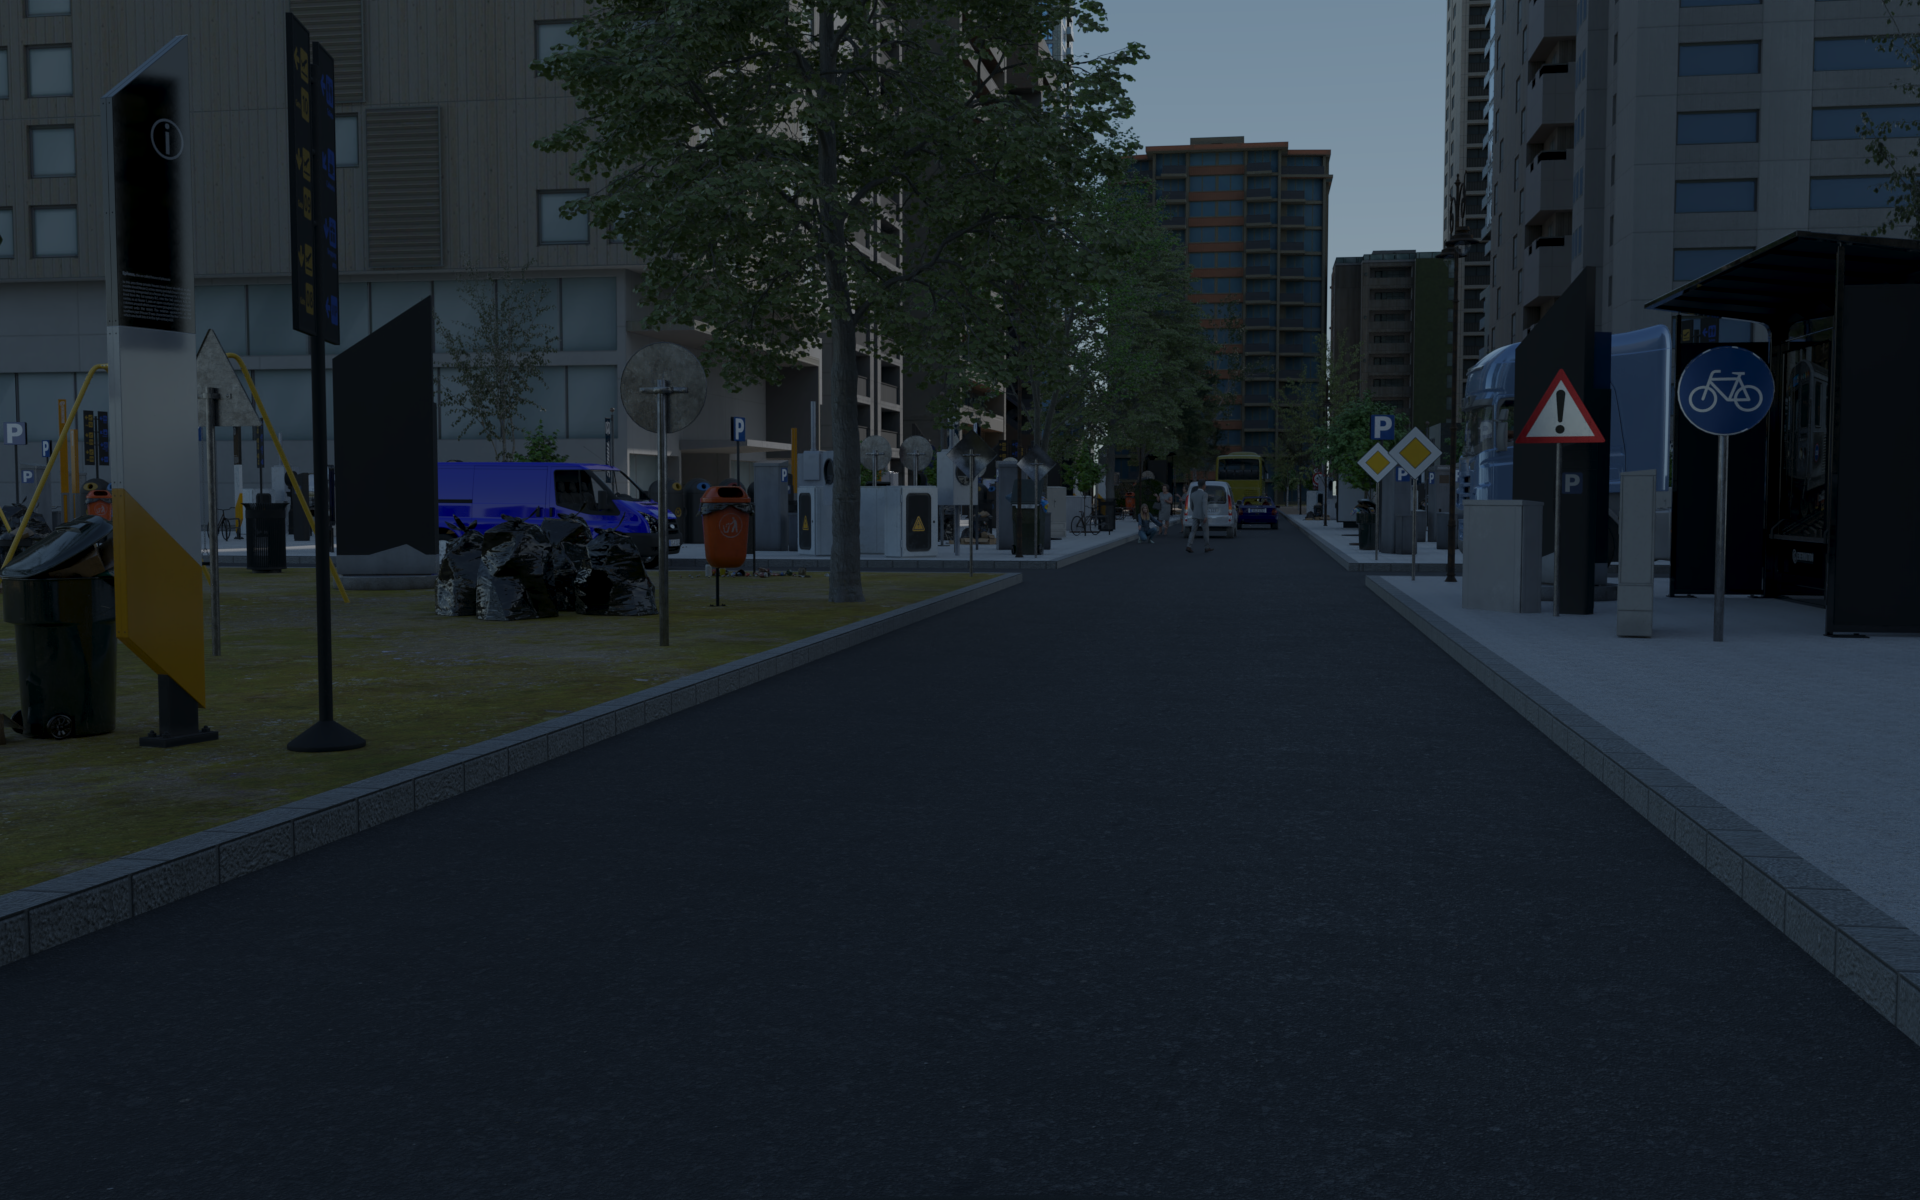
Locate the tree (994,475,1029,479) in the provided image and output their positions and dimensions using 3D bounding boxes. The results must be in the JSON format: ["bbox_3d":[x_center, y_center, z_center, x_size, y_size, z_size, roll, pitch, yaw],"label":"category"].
[{"bbox_3d":[2.574,-5.424,83.289,1.663,3.219,1.824,0,3,0],"label":"tree"}]

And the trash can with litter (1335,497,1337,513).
[{"bbox_3d":[18.385,-4.344,82.413,1.055,1.170,0.624,2,4,33],"label":"trash can with litter"}]

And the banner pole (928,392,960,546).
[{"bbox_3d":[-0.280,-3.220,42.662,0.401,3.779,0.863,3,5,44],"label":"banner pole"}]

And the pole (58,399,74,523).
[{"bbox_3d":[-19.302,-2.660,37.326,0.158,3.312,0.155,0,3,0],"label":"pole"}]

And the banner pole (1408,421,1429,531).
[{"bbox_3d":[15.880,-4.270,59.838,0.863,3.779,0.401,1,4,8],"label":"banner pole"}]

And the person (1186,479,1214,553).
[{"bbox_3d":[5.865,-2.059,42.432,0.850,1.792,0.678,-3,5,-41],"label":"person"}]

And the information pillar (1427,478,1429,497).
[{"bbox_3d":[21.176,-4.505,78.152,0.304,2.012,0.304,1,4,22],"label":"information pillar"}]

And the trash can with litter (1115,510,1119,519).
[{"bbox_3d":[7.124,-4.409,83.482,0.624,1.170,1.055,1,4,23],"label":"trash can with litter"}]

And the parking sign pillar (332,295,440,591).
[{"bbox_3d":[-7.822,-2.149,23.612,1.447,3.967,1.447,-1,4,-9],"label":"parking sign pillar"}]

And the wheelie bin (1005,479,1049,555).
[{"bbox_3d":[1.433,-1.758,36.644,0.980,1.594,0.693,1,4,16],"label":"wheelie bin"}]

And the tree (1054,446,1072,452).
[{"bbox_3d":[6.581,-7.431,105.215,4.285,4.588,4.351,0,3,0],"label":"tree"}]

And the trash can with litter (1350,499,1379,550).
[{"bbox_3d":[9.541,-1.738,39.811,1.055,1.170,0.624,-2,4,-33],"label":"trash can with litter"}]

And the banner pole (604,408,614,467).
[{"bbox_3d":[-10.120,-3.676,50.113,0.401,3.779,0.863,0,4,8],"label":"banner pole"}]

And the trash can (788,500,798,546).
[{"bbox_3d":[-3.767,-1.801,41.102,0.748,1.137,0.748,0,3,0],"label":"trash can"}]

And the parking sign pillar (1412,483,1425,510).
[{"bbox_3d":[19.741,-5.330,75.612,1.447,3.967,1.447,-1,4,-20],"label":"parking sign pillar"}]

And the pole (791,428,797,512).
[{"bbox_3d":[-5.125,-3.653,53.573,0.158,3.312,0.155,0,3,0],"label":"pole"}]

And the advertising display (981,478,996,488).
[{"bbox_3d":[1.307,-3.949,69.775,0.974,1.923,0.123,-2,4,-25],"label":"advertising display"}]

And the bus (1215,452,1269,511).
[{"bbox_3d":[16.362,-6.666,100.533,2.896,3.916,12.252,1,4,11],"label":"bus"}]

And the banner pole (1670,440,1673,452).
[{"bbox_3d":[29.378,-4.948,70.922,0.863,3.779,0.401,3,5,45],"label":"banner pole"}]

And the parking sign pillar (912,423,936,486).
[{"bbox_3d":[-1.351,-4.786,66.716,1.447,3.967,1.447,2,4,28],"label":"parking sign pillar"}]

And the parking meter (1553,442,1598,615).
[{"bbox_3d":[6.568,-0.783,18.521,0.399,1.863,0.255,3,5,40],"label":"parking meter"}]

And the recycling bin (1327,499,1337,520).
[{"bbox_3d":[18.772,-4.551,86.959,0.722,1.027,0.722,2,4,28],"label":"recycling bin"}]

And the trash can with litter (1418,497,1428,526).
[{"bbox_3d":[18.218,-3.487,68.398,0.624,1.170,1.055,-2,4,-28],"label":"trash can with litter"}]

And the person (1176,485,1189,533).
[{"bbox_3d":[8.214,-3.366,63.894,0.532,1.782,0.716,-1,4,-16],"label":"person"}]

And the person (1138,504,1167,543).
[{"bbox_3d":[5.555,-2.239,50.607,1.012,1.151,0.738,-1,4,-15],"label":"person"}]

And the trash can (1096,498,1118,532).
[{"bbox_3d":[5.042,-2.927,59.502,0.748,1.137,0.748,0,3,0],"label":"trash can"}]

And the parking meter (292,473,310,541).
[{"bbox_3d":[-18.007,-2.545,47.318,0.399,1.863,0.255,1,4,19],"label":"parking meter"}]

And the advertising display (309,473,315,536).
[{"bbox_3d":[-19.423,-2.917,52.899,0.974,1.923,0.123,0,4,1],"label":"advertising display"}]

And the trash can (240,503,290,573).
[{"bbox_3d":[-11.305,-1.013,28.215,0.748,1.137,0.748,0,3,0],"label":"trash can"}]

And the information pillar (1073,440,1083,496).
[{"bbox_3d":[4.790,-4.819,70.143,0.504,3.616,0.183,-3,5,-43],"label":"information pillar"}]

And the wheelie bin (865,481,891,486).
[{"bbox_3d":[-2.022,-2.180,43.545,0.980,1.594,0.693,-1,4,-19],"label":"wheelie bin"}]

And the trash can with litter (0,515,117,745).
[{"bbox_3d":[-4.860,0.146,9.002,0.624,1.170,1.055,3,4,36],"label":"trash can with litter"}]

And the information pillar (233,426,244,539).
[{"bbox_3d":[-20.449,-3.529,49.058,0.183,3.616,0.504,-3,4,-38],"label":"information pillar"}]

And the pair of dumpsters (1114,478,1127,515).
[{"bbox_3d":[9.941,-6.241,104.534,1.574,2.255,4.437,1,4,10],"label":"pair of dumpsters"}]

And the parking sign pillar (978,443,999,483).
[{"bbox_3d":[1.510,-6.151,89.047,1.447,3.967,1.447,-3,5,-41],"label":"parking sign pillar"}]

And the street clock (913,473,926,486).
[{"bbox_3d":[-1.399,-3.411,60.334,0.358,2.002,0.471,-3,4,-37],"label":"street clock"}]

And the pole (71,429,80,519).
[{"bbox_3d":[-27.884,-3.716,54.601,0.158,3.312,0.155,0,3,0],"label":"pole"}]

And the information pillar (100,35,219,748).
[{"bbox_3d":[-4.059,-1.064,8.748,0.183,3.616,0.504,2,4,24],"label":"information pillar"}]

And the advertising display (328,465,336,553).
[{"bbox_3d":[-13.990,-2.023,38.295,0.123,1.923,0.974,-2,4,-33],"label":"advertising display"}]

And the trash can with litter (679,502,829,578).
[{"bbox_3d":[-3.099,-0.969,26.894,2.233,1.210,1.678,1,4,13],"label":"trash can with litter"}]

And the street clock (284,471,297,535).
[{"bbox_3d":[-21.104,-3.066,54.703,0.358,2.002,0.471,0,4,7],"label":"street clock"}]

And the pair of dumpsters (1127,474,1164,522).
[{"bbox_3d":[8.836,-4.771,80.506,1.574,2.255,4.437,1,4,10],"label":"pair of dumpsters"}]

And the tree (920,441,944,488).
[{"bbox_3d":[-0.553,-4.115,61.879,1.663,3.219,1.824,0,3,0],"label":"tree"}]

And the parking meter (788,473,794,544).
[{"bbox_3d":[-4.365,-2.290,43.154,0.399,1.863,0.255,-3,4,-37],"label":"parking meter"}]

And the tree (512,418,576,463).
[{"bbox_3d":[-10.544,-3.025,44.057,1.663,3.219,1.824,0,3,0],"label":"tree"}]

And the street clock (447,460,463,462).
[{"bbox_3d":[-10.689,-1.966,36.714,0.471,2.002,0.358,1,4,19],"label":"street clock"}]

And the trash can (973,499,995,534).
[{"bbox_3d":[0.577,-2.162,46.994,0.748,1.137,0.748,0,3,0],"label":"trash can"}]

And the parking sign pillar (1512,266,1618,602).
[{"bbox_3d":[7.360,-2.003,21.217,1.447,3.967,1.447,-1,4,-20],"label":"parking sign pillar"}]

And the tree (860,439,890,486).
[{"bbox_3d":[-3.560,-4.085,61.394,1.663,3.219,1.824,0,3,0],"label":"tree"}]

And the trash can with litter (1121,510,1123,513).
[{"bbox_3d":[10.001,-5.968,108.964,0.624,1.170,1.055,1,4,17],"label":"trash can with litter"}]

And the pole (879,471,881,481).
[{"bbox_3d":[-3.059,-4.361,65.149,0.158,3.312,0.155,0,3,0],"label":"pole"}]

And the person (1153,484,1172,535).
[{"bbox_3d":[6.992,-3.136,60.127,0.716,1.782,0.532,2,4,31],"label":"person"}]

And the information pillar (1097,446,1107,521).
[{"bbox_3d":[6.423,-5.298,77.977,0.504,3.616,0.183,-2,4,-31],"label":"information pillar"}]
